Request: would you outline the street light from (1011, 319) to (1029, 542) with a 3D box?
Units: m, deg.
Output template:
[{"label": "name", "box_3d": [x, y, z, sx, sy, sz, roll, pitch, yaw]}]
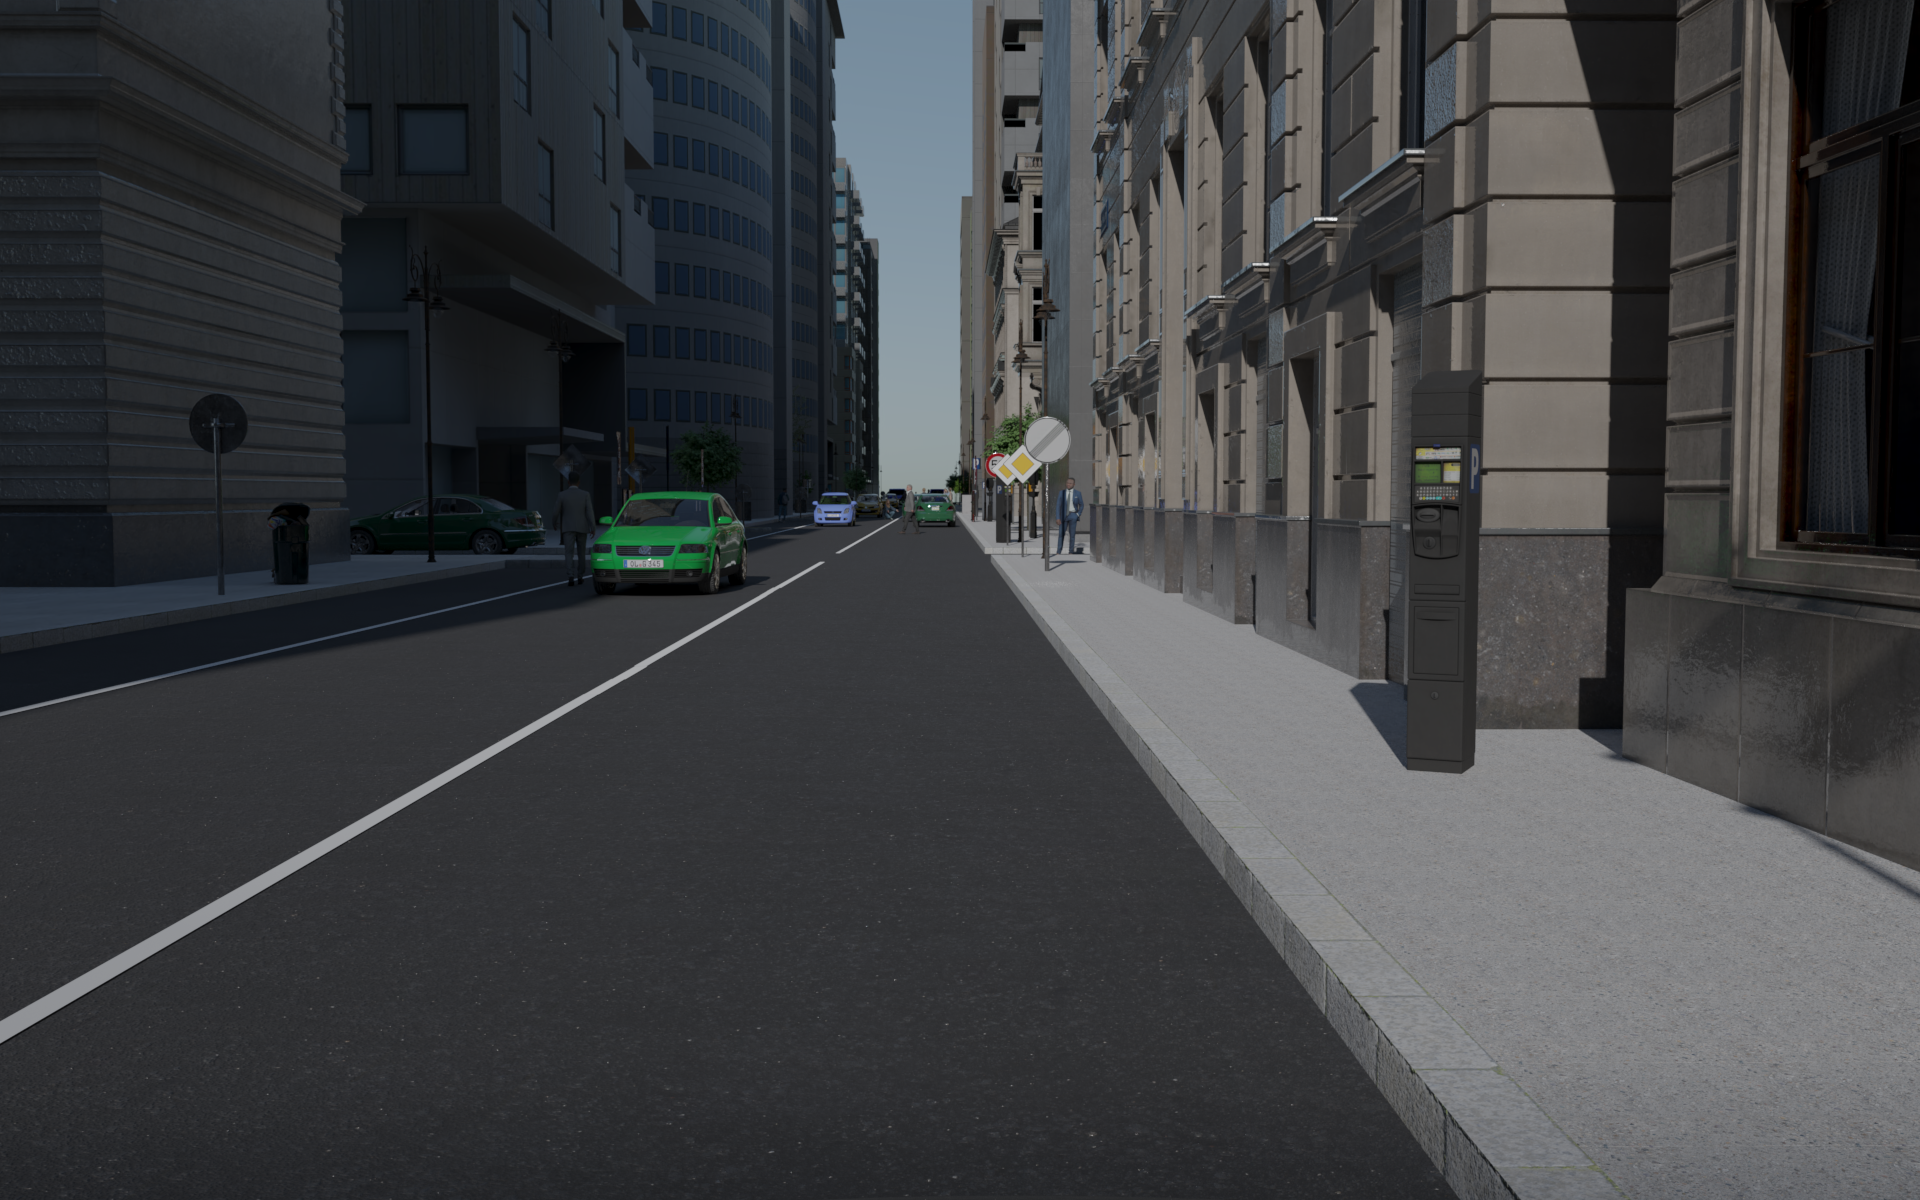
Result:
[{"label": "street light", "box_3d": [1.604, -4.468, 45.844, 0.468, 5.910, 1.993, 0, 4, -1]}]

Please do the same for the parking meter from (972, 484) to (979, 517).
[{"label": "parking meter", "box_3d": [0.869, -5.621, 97.620, 0.399, 1.863, 0.255, 0, 4, 4]}]

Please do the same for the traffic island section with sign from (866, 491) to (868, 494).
[{"label": "traffic island section with sign", "box_3d": [-9.337, -9.872, 170.027, 1.989, 1.847, 2.006, 0, 4, -1]}]

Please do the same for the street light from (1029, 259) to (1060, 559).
[{"label": "street light", "box_3d": [1.693, -3.757, 34.222, 0.468, 5.910, 1.993, 0, 4, -1]}]

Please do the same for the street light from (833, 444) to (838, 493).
[{"label": "street light", "box_3d": [-11.168, -11.203, 155.963, 0.468, 5.910, 1.993, 0, 4, -1]}]

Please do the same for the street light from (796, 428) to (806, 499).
[{"label": "street light", "box_3d": [-10.867, -8.998, 119.912, 0.468, 5.910, 1.993, 0, 4, -1]}]

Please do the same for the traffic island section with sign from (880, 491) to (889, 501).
[{"label": "traffic island section with sign", "box_3d": [-10.227, -14.886, 252.015, 1.989, 1.847, 2.006, 0, 4, -1]}]

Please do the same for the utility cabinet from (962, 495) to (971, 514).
[{"label": "utility cabinet", "box_3d": [0.648, -6.170, 112.038, 1.020, 1.237, 0.306, 0, 4, 1]}]

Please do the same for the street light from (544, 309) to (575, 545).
[{"label": "street light", "box_3d": [-9.989, -4.316, 43.358, 0.468, 5.910, 1.993, 0, 4, -1]}]

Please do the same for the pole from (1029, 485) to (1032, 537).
[{"label": "pole", "box_3d": [2.138, -3.544, 51.795, 0.158, 3.312, 0.155, 0, 3, 0]}]

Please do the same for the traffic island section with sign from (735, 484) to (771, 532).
[{"label": "traffic island section with sign", "box_3d": [-8.199, -3.492, 65.724, 1.989, 1.847, 2.006, 0, 4, -1]}]

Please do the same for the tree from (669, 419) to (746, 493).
[{"label": "tree", "box_3d": [-11.096, -5.652, 76.118, 4.285, 4.588, 4.351, 0, 3, 0]}]

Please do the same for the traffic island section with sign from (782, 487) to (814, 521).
[{"label": "traffic island section with sign", "box_3d": [-8.490, -5.141, 92.677, 1.989, 1.847, 2.006, 0, 4, -1]}]

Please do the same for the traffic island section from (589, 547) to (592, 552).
[{"label": "traffic island section", "box_3d": [-7.938, -1.268, 43.019, 2.009, 0.180, 2.903, 0, 4, -1]}]

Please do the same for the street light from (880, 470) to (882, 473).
[{"label": "street light", "box_3d": [-12.524, -18.476, 274.862, 0.468, 5.910, 1.993, 0, 4, -1]}]

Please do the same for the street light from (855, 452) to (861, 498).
[{"label": "street light", "box_3d": [-11.729, -14.068, 202.797, 0.468, 5.910, 1.993, 0, 4, -1]}]

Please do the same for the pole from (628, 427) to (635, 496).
[{"label": "pole", "box_3d": [-9.983, -3.597, 52.657, 0.158, 3.312, 0.155, 0, 3, 0]}]

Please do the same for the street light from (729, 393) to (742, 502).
[{"label": "street light", "box_3d": [-10.319, -6.541, 79.739, 0.468, 5.910, 1.993, 0, 4, -1]}]

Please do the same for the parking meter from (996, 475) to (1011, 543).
[{"label": "parking meter", "box_3d": [1.143, -2.428, 45.414, 0.255, 1.863, 0.399, -2, 4, -35]}]

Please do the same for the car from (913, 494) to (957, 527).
[{"label": "car", "box_3d": [-1.153, -3.940, 76.209, 2.131, 1.459, 4.920, 0, 4, -3]}]

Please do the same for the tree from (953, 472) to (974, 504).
[{"label": "tree", "box_3d": [0.746, -8.900, 140.120, 1.663, 3.219, 1.824, 0, 3, 0]}]

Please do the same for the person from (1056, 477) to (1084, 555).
[{"label": "person", "box_3d": [2.411, -1.837, 38.715, 0.721, 1.800, 0.419, 0, 4, 1]}]

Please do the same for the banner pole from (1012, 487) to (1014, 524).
[{"label": "banner pole", "box_3d": [2.025, -5.083, 73.130, 0.863, 3.779, 0.401, 1, 4, 13]}]

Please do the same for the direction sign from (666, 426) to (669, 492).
[{"label": "direction sign", "box_3d": [-9.735, -4.020, 57.719, 0.379, 3.537, 0.876, -1, 4, -14]}]

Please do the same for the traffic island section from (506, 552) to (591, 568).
[{"label": "traffic island section", "box_3d": [-7.850, -0.780, 35.034, 2.009, 0.180, 2.903, 0, 4, -1]}]

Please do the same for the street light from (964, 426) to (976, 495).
[{"label": "street light", "box_3d": [0.684, -9.191, 123.066, 0.468, 5.910, 1.993, 0, 4, -1]}]

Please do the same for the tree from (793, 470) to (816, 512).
[{"label": "tree", "box_3d": [-11.173, -8.090, 126.878, 1.663, 3.219, 1.824, 0, 3, 0]}]

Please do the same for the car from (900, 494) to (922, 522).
[{"label": "car", "box_3d": [-2.078, -4.834, 90.831, 2.131, 1.459, 4.920, 0, 4, 0]}]

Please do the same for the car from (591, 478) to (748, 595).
[{"label": "car", "box_3d": [-4.318, -1.060, 26.121, 1.959, 1.807, 4.718, 0, 4, 1]}]

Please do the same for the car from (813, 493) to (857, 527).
[{"label": "car", "box_3d": [-5.542, -4.116, 76.891, 1.945, 1.707, 3.694, 0, 4, -1]}]

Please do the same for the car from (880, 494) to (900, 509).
[{"label": "car", "box_3d": [-6.673, -9.427, 164.355, 2.015, 1.641, 3.980, 0, 4, 0]}]

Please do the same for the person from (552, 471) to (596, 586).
[{"label": "person", "box_3d": [-6.073, -1.130, 27.250, 0.678, 1.792, 0.850, -1, 4, -13]}]

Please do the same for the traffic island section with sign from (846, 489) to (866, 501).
[{"label": "traffic island section with sign", "box_3d": [-9.028, -8.199, 142.681, 1.989, 1.847, 2.006, 0, 4, -1]}]

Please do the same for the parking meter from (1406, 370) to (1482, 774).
[{"label": "parking meter", "box_3d": [2.253, -0.143, 8.057, 0.255, 1.863, 0.399, 2, 4, 27]}]

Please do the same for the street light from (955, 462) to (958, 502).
[{"label": "street light", "box_3d": [-0.074, -13.551, 194.347, 0.468, 5.910, 1.993, 0, 4, -1]}]

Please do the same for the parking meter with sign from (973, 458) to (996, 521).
[{"label": "parking meter with sign", "box_3d": [1.478, -5.391, 84.400, 1.738, 3.016, 0.543, -3, 4, -36]}]

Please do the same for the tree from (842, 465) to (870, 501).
[{"label": "tree", "box_3d": [-11.721, -12.941, 195.295, 4.285, 4.588, 4.351, 0, 3, 0]}]

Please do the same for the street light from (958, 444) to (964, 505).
[{"label": "street light", "box_3d": [0.318, -11.371, 158.707, 0.468, 5.910, 1.993, 0, 4, -1]}]

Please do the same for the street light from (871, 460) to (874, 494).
[{"label": "street light", "box_3d": [-12.029, -16.248, 238.439, 0.468, 5.910, 1.993, 0, 4, -1]}]

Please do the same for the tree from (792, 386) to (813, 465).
[{"label": "tree", "box_3d": [-11.433, -9.845, 111.328, 4.360, 8.622, 3.978, 0, 3, 0]}]

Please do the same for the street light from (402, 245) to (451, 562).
[{"label": "street light", "box_3d": [-9.929, -3.644, 32.368, 0.468, 5.910, 1.993, 0, 4, -1]}]

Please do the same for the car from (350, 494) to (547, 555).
[{"label": "car", "box_3d": [-11.878, -1.675, 39.188, 4.920, 1.459, 2.131, 0, 4, -2]}]

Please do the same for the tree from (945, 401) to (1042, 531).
[{"label": "tree", "box_3d": [2.351, -4.734, 61.113, 4.285, 4.588, 4.351, 0, 3, 0]}]

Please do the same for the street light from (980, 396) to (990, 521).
[{"label": "street light", "box_3d": [1.189, -6.657, 81.623, 0.468, 5.910, 1.993, 0, 4, -1]}]

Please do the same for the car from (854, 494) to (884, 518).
[{"label": "car", "box_3d": [-5.634, -5.852, 105.910, 2.015, 1.641, 3.980, 0, 4, 0]}]
